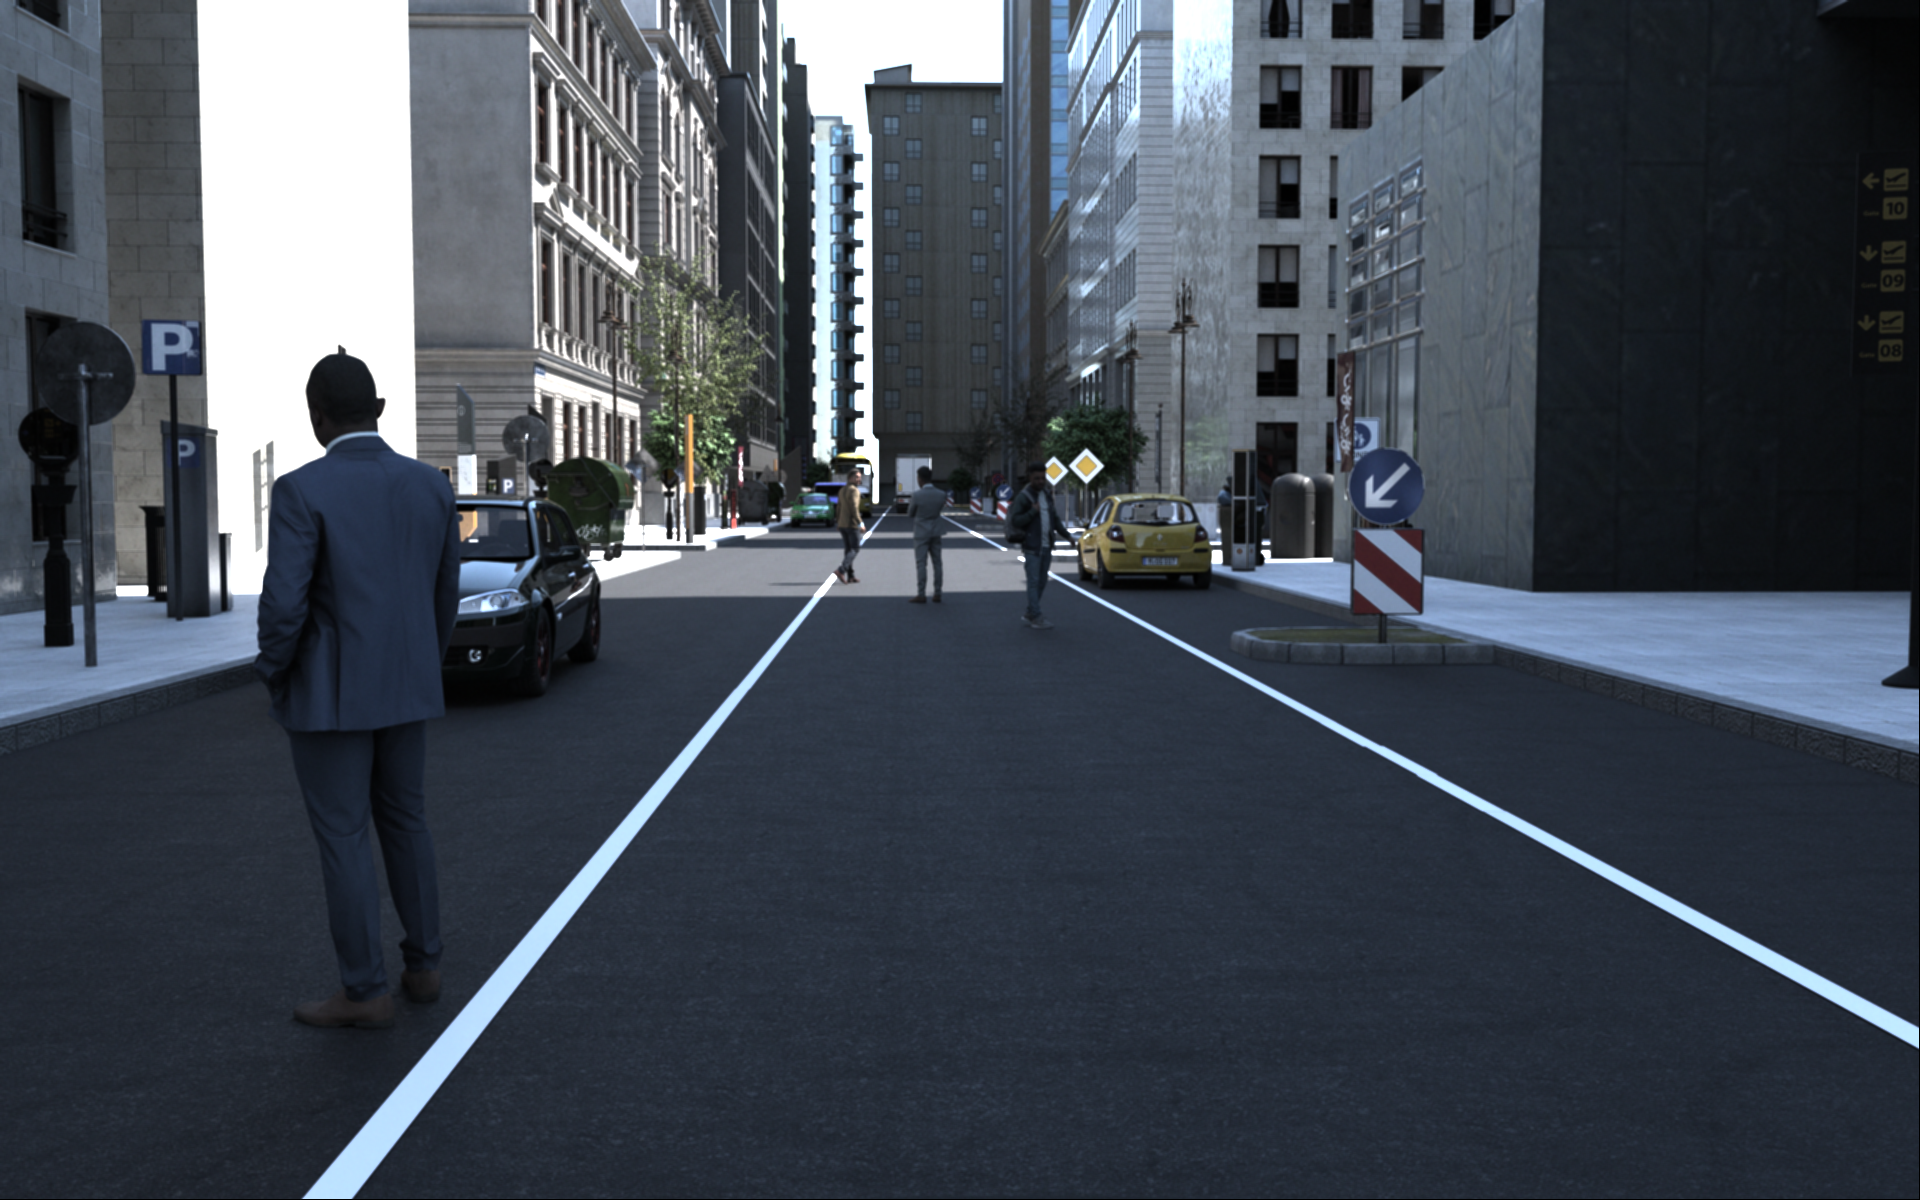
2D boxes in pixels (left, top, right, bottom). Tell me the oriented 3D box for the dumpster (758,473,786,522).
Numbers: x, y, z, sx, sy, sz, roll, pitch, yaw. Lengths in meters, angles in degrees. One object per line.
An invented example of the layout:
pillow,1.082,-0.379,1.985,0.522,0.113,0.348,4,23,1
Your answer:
dumpster,-8.732,-4.678,78.972,1.502,2.255,1.985,0,4,-2

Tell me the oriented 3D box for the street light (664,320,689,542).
street light,-7.536,-4.489,46.177,0.468,5.910,1.993,0,4,-2

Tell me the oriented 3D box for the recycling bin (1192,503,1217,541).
recycling bin,6.647,-2.162,47.906,0.722,1.027,0.722,-1,4,-12

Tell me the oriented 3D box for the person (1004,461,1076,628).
person,0.823,-0.596,18.592,0.721,1.781,0.623,2,4,34

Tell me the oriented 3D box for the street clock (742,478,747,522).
street clock,-9.771,-4.535,78.723,0.358,2.002,0.471,-1,4,-9

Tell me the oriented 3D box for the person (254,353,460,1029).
person,-1.605,0.243,4.702,0.419,1.800,0.721,2,4,27

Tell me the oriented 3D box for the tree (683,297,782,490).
tree,-8.862,-7.046,65.558,4.360,8.622,3.978,0,3,0

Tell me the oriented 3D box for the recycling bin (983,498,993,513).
recycling bin,1.891,-6.322,115.913,0.722,1.027,0.722,0,4,1

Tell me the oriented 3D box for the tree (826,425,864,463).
tree,-12.179,-14.236,183.125,4.360,8.622,3.978,0,3,0

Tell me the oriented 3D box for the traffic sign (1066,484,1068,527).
traffic sign,4.114,-4.071,66.665,0.768,2.556,0.104,0,4,0

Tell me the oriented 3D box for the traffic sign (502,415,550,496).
traffic sign,-7.000,-1.704,27.964,0.768,2.556,0.104,0,4,-1

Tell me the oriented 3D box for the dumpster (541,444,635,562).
dumpster,-7.161,-1.888,33.369,1.502,2.255,1.985,0,4,-2

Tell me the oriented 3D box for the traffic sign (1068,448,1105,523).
traffic sign,2.734,-2.073,37.532,0.795,2.450,0.064,0,4,-2

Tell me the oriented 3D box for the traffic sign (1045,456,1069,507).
traffic sign,2.462,-2.561,45.513,0.795,2.450,0.064,0,4,-2

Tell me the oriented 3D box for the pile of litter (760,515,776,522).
pile of litter,-9.129,-4.111,81.179,1.176,0.858,1.719,1,4,10

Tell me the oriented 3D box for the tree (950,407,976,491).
tree,1.367,-11.720,141.980,4.360,8.622,3.978,0,3,0

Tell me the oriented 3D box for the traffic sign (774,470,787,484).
traffic sign,-9.337,-5.475,89.624,0.768,2.556,0.104,0,4,7

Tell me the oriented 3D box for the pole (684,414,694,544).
pole,-6.955,-3.096,44.462,0.158,3.312,0.155,0,3,0

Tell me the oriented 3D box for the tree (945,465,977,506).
tree,0.058,-12.427,186.902,4.285,4.588,4.351,0,3,0

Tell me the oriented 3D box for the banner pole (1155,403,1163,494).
banner pole,5.436,-3.515,47.489,0.401,3.779,0.863,1,4,18

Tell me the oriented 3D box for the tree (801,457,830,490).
tree,-12.243,-10.260,151.465,4.285,4.588,4.351,0,3,0

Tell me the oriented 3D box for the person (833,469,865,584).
person,-1.754,-1.180,27.706,0.656,1.842,0.836,2,4,26

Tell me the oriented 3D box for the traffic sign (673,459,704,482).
traffic sign,-7.078,-2.542,45.209,0.795,2.450,0.064,0,4,-2

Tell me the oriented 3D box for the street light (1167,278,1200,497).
street light,4.787,-3.940,37.201,0.468,5.910,1.993,0,4,-2

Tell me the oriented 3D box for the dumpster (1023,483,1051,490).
dumpster,3.534,-4.498,79.300,1.264,1.857,1.865,0,4,-2

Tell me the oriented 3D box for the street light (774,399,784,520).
street light,-8.807,-6.838,84.595,0.468,5.910,1.993,0,4,-2

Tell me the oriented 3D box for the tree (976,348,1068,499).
tree,3.389,-8.336,86.649,4.360,8.622,3.978,0,3,0

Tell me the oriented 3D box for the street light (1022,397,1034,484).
street light,3.230,-6.735,82.899,0.468,5.910,1.993,0,4,-2

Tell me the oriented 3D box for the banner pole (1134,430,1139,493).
banner pole,6.900,-4.746,67.612,0.401,3.779,0.863,1,4,19

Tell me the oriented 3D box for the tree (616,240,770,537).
tree,-8.051,-6.154,50.985,4.737,8.622,4.395,0,3,0

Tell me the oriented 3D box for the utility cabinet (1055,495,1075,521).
utility cabinet,4.926,-4.345,82.207,1.020,1.237,0.306,-1,4,-21

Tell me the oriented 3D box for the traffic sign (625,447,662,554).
traffic sign,-6.806,-2.054,37.229,0.795,2.450,0.064,0,4,-2

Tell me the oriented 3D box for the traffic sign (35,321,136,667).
traffic sign,-6.471,-0.778,12.820,0.768,2.556,0.104,0,4,3

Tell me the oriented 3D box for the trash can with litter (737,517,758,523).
trash can with litter,-9.487,-4.020,77.119,1.055,1.170,0.624,1,4,9

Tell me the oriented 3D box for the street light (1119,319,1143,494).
street light,4.520,-4.469,45.860,0.468,5.910,1.993,0,4,-2

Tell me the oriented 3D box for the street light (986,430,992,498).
street light,1.993,-9.008,120.065,0.468,5.910,1.993,0,4,-2

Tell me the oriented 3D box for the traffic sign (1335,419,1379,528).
traffic sign,5.326,-1.295,23.303,0.606,2.300,0.079,0,4,3

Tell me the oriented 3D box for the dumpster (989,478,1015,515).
dumpster,2.560,-6.300,105.503,1.502,2.255,1.985,0,4,-2

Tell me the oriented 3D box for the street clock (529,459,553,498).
street clock,-8.600,-1.898,35.598,0.358,2.002,0.471,3,5,41

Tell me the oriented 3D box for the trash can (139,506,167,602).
trash can,-9.447,-0.561,20.821,0.748,1.137,0.748,0,3,0

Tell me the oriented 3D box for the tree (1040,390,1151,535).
tree,4.312,-4.343,54.724,4.285,4.588,4.351,0,3,0

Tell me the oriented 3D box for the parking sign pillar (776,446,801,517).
parking sign pillar,-9.563,-6.627,96.818,1.447,3.967,1.447,-2,4,-34

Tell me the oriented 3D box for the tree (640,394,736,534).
tree,-8.875,-4.441,56.329,4.285,4.588,4.351,0,3,0

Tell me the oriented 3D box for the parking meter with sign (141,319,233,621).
parking meter with sign,-8.073,-1.345,18.245,0.543,3.016,1.738,-1,4,-12

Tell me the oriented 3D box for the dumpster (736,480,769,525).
dumpster,-8.540,-4.009,71.313,1.264,1.857,1.865,0,4,-2

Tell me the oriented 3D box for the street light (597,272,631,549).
street light,-7.233,-3.886,36.317,0.468,5.910,1.993,0,4,-2

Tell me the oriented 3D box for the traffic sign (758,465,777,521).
traffic sign,-8.512,-4.680,76.526,0.884,2.594,0.081,0,4,2

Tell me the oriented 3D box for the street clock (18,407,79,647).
street clock,-7.611,-0.612,14.576,0.471,2.002,0.358,-1,4,-15

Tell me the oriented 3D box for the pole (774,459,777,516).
pole,-10.837,-6.606,101.846,0.158,3.312,0.155,0,3,0

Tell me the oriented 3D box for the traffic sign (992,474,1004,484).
traffic sign,2.366,-6.577,107.638,0.768,2.556,0.104,0,4,3

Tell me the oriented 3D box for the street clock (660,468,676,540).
street clock,-8.108,-2.674,48.296,0.471,2.002,0.358,-1,4,-14

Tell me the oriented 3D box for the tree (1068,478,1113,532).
tree,4.502,-3.896,58.299,1.663,3.219,1.824,0,3,0

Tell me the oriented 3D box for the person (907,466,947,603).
person,-0.464,-0.877,23.016,0.511,1.800,0.466,-3,5,-42
